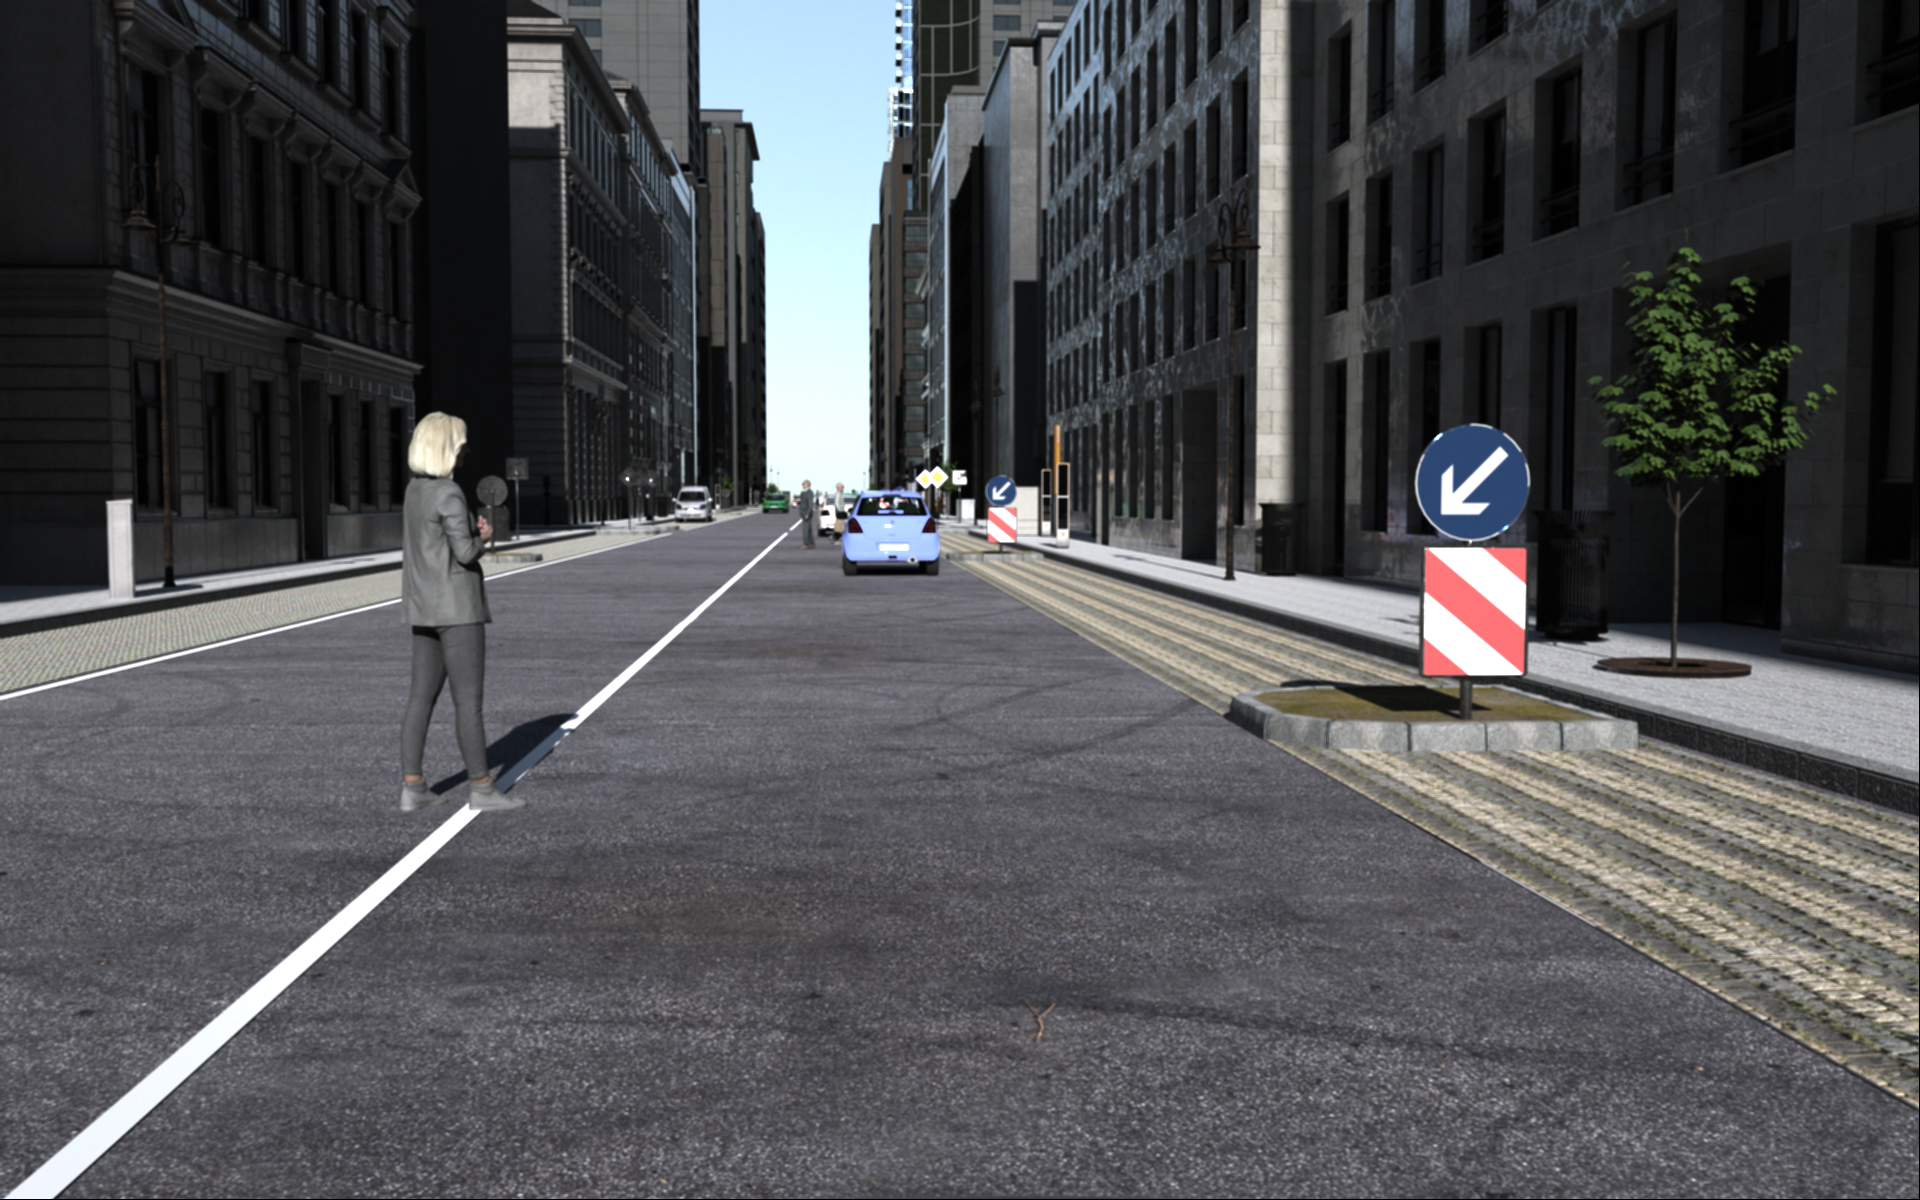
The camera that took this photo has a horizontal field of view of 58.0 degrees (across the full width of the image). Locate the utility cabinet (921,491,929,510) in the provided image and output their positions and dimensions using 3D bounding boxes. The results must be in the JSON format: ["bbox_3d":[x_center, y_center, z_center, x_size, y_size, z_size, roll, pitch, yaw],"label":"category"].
[{"bbox_3d":[-2.336,-6.491,114.800,0.318,1.500,1.173,1,4,13],"label":"utility cabinet"}]

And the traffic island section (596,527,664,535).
[{"bbox_3d":[-11.749,-2.399,61.499,2.009,0.180,2.903,0,4,-4],"label":"traffic island section"}]

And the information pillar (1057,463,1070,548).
[{"bbox_3d":[2.436,-2.230,40.950,0.304,2.012,0.304,0,4,3],"label":"information pillar"}]

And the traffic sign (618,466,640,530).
[{"bbox_3d":[-11.727,-3.535,61.439,0.795,2.450,0.064,0,4,-4],"label":"traffic sign"}]

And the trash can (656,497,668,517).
[{"bbox_3d":[-16.527,-5.167,96.139,0.748,1.137,0.748,0,3,0],"label":"trash can"}]

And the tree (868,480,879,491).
[{"bbox_3d":[-12.348,-15.382,246.099,1.663,3.219,1.824,0,3,0],"label":"tree"}]

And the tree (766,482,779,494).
[{"bbox_3d":[-29.506,-17.099,274.176,1.663,3.219,1.824,0,3,0],"label":"tree"}]

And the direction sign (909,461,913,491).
[{"bbox_3d":[-3.420,-7.864,120.568,0.379,3.537,0.876,-1,4,-21],"label":"direction sign"}]

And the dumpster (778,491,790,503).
[{"bbox_3d":[-26.162,-15.235,257.302,1.865,1.857,1.264,0,4,-3],"label":"dumpster"}]

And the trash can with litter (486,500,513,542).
[{"bbox_3d":[-12.423,-2.162,46.728,0.624,1.170,1.055,0,4,-5],"label":"trash can with litter"}]

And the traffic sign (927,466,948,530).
[{"bbox_3d":[-0.811,-3.583,62.227,0.795,2.450,0.064,0,4,-4],"label":"traffic sign"}]

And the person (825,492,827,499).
[{"bbox_3d":[-19.616,-15.000,253.834,0.705,1.814,1.350,-1,4,-20],"label":"person"}]

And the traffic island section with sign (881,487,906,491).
[{"bbox_3d":[-3.342,-5.114,92.249,1.989,1.847,2.006,0,4,-4],"label":"traffic island section with sign"}]

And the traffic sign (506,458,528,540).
[{"bbox_3d":[-12.450,-2.849,48.714,0.606,2.300,0.079,0,4,-2],"label":"traffic sign"}]

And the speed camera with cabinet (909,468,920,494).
[{"bbox_3d":[-3.543,-8.573,134.506,0.660,3.252,2.038,1,4,9],"label":"speed camera with cabinet"}]

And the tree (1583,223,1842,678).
[{"bbox_3d":[5.060,-1.088,12.388,1.663,3.219,1.824,0,3,0],"label":"tree"}]

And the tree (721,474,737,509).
[{"bbox_3d":[-20.724,-9.663,152.584,1.663,3.219,1.824,0,3,0],"label":"tree"}]

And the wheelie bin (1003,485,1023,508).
[{"bbox_3d":[1.884,-3.142,59.273,0.980,1.594,0.693,-1,4,-21],"label":"wheelie bin"}]

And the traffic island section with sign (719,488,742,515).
[{"bbox_3d":[-16.054,-6.759,119.143,1.989,1.847,2.006,0,4,-4],"label":"traffic island section with sign"}]

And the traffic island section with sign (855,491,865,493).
[{"bbox_3d":[-11.125,-11.516,196.908,1.989,1.847,2.006,0,4,-4],"label":"traffic island section with sign"}]

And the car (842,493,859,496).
[{"bbox_3d":[-4.708,-4.142,76.517,1.959,1.807,4.718,0,4,-5],"label":"car"}]

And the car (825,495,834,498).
[{"bbox_3d":[-16.004,-12.545,217.467,2.083,1.381,4.827,0,4,-6],"label":"car"}]

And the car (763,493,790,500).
[{"bbox_3d":[-14.340,-7.717,135.210,2.155,1.783,4.494,0,4,-6],"label":"car"}]

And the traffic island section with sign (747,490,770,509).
[{"bbox_3d":[-19.704,-9.768,168.339,1.989,1.847,2.006,0,4,-4],"label":"traffic island section with sign"}]

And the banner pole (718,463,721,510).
[{"bbox_3d":[-19.373,-9.149,139.606,0.401,3.779,0.863,1,4,12],"label":"banner pole"}]

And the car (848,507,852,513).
[{"bbox_3d":[-1.762,-1.981,41.983,1.945,1.707,3.694,0,4,-3],"label":"car"}]

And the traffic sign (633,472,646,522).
[{"bbox_3d":[-14.730,-4.738,79.602,0.606,2.300,0.079,0,4,4],"label":"traffic sign"}]

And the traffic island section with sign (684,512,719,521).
[{"bbox_3d":[-14.035,-5.115,92.263,1.989,1.847,2.006,0,4,-4],"label":"traffic island section with sign"}]

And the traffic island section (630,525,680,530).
[{"bbox_3d":[-12.341,-2.886,69.462,2.009,0.180,2.903,0,4,-4],"label":"traffic island section"}]

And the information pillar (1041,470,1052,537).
[{"bbox_3d":[2.594,-2.905,51.995,0.304,2.012,0.304,0,4,-1],"label":"information pillar"}]

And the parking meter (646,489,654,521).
[{"bbox_3d":[-14.974,-4.601,83.631,0.372,1.533,0.369,0,3,0],"label":"parking meter"}]

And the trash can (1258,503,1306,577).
[{"bbox_3d":[5.035,-0.947,27.131,0.748,1.137,0.748,0,3,0],"label":"trash can"}]

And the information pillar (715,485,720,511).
[{"bbox_3d":[-18.791,-7.927,134.101,0.304,2.012,0.304,-1,4,-20],"label":"information pillar"}]

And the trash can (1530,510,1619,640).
[{"bbox_3d":[5.439,-0.228,15.375,0.748,1.137,0.748,0,3,0],"label":"trash can"}]

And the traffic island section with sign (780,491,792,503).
[{"bbox_3d":[-27.882,-16.503,278.449,1.989,1.847,2.006,0,4,-4],"label":"traffic island section with sign"}]

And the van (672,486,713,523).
[{"bbox_3d":[-13.432,-4.906,87.216,2.013,2.044,4.112,0,4,-5],"label":"van"}]

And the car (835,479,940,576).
[{"bbox_3d":[-1.306,-1.353,31.712,1.945,1.707,3.694,0,4,-5],"label":"car"}]

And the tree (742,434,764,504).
[{"bbox_3d":[-25.908,-16.080,213.268,4.360,8.622,3.978,0,3,0],"label":"tree"}]

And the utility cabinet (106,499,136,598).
[{"bbox_3d":[-10.535,-0.647,21.743,0.306,1.237,1.020,-2,4,-25],"label":"utility cabinet"}]

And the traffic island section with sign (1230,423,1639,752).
[{"bbox_3d":[2.724,-0.116,10.521,1.989,1.847,2.006,0,4,-4],"label":"traffic island section with sign"}]

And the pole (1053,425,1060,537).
[{"bbox_3d":[2.862,-3.505,51.157,0.158,3.312,0.155,0,3,0],"label":"pole"}]

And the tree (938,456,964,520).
[{"bbox_3d":[-0.489,-5.667,87.262,1.663,3.219,1.824,0,3,0],"label":"tree"}]

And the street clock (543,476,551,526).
[{"bbox_3d":[-16.631,-3.987,69.750,0.358,2.002,0.471,0,4,-5],"label":"street clock"}]

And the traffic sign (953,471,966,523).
[{"bbox_3d":[-0.013,-4.486,75.471,0.606,2.300,0.079,0,4,0],"label":"traffic sign"}]

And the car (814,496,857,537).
[{"bbox_3d":[-3.992,-2.900,59.771,2.083,1.381,4.827,0,4,-5],"label":"car"}]

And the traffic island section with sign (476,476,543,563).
[{"bbox_3d":[-9.893,-1.704,36.495,1.989,1.847,2.006,0,4,-4],"label":"traffic island section with sign"}]

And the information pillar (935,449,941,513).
[{"bbox_3d":[-1.139,-6.038,90.075,0.183,3.616,0.504,2,4,27],"label":"information pillar"}]

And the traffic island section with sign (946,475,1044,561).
[{"bbox_3d":[0.719,-1.775,37.645,1.989,1.847,2.006,0,4,-4],"label":"traffic island section with sign"}]

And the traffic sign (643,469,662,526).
[{"bbox_3d":[-12.318,-4.022,69.402,0.795,2.450,0.064,0,4,-4],"label":"traffic sign"}]

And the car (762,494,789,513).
[{"bbox_3d":[-13.885,-7.442,130.470,1.959,1.807,4.718,0,4,-2],"label":"car"}]

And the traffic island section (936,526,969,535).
[{"bbox_3d":[-0.788,-2.448,62.306,2.009,0.180,2.903,0,4,-4],"label":"traffic island section"}]

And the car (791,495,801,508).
[{"bbox_3d":[-16.864,-10.497,183.981,2.083,1.381,4.827,0,4,-4],"label":"car"}]

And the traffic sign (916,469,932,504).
[{"bbox_3d":[-1.403,-4.070,70.190,0.795,2.450,0.064,0,4,-4],"label":"traffic sign"}]

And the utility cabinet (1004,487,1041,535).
[{"bbox_3d":[1.951,-2.717,53.105,1.173,1.500,0.318,1,4,13],"label":"utility cabinet"}]
